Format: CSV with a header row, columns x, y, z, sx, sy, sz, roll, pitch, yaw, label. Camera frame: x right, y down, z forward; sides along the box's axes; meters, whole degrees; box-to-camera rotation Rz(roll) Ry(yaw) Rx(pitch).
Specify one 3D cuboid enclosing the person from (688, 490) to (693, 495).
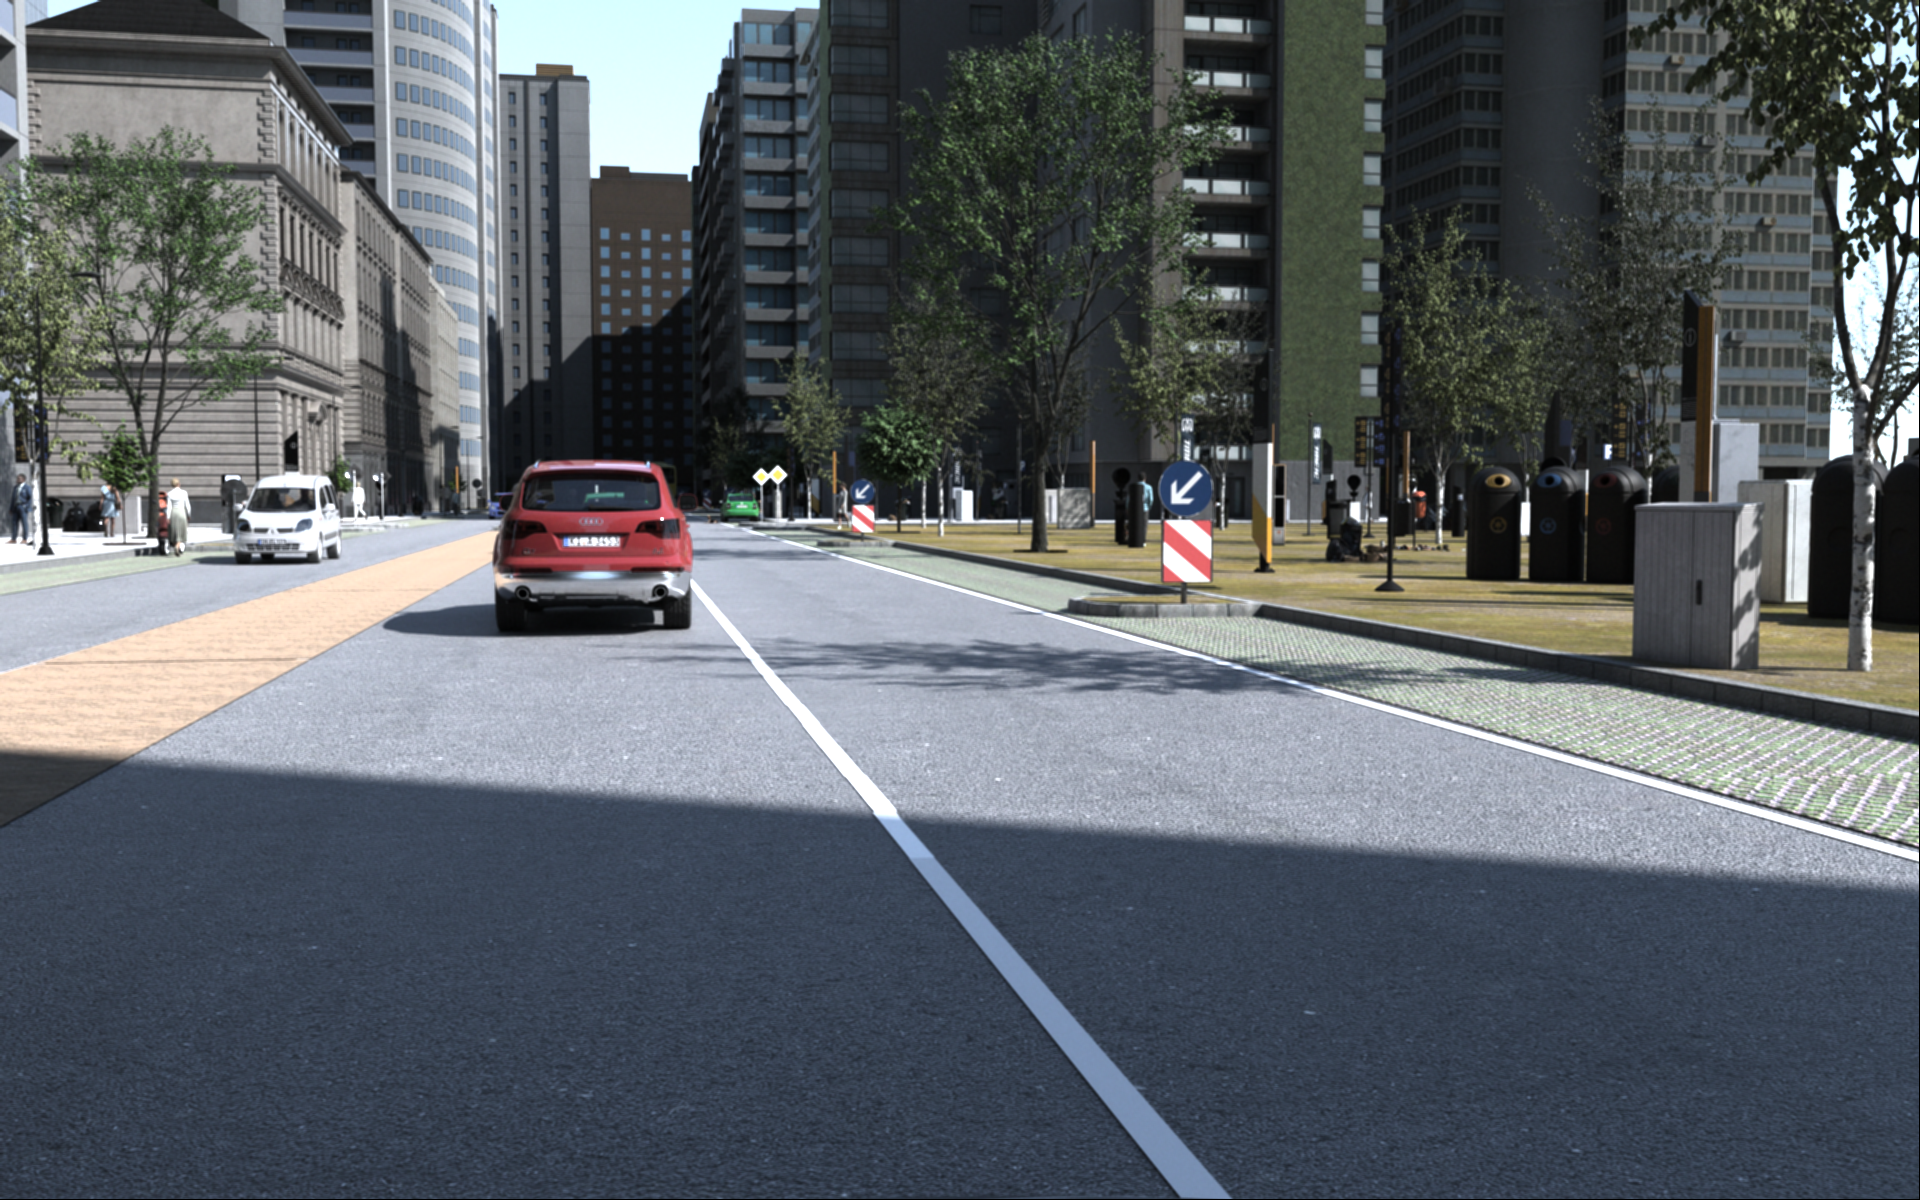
x,y,z,sx,sy,sz,roll,pitch,yaw,label
-32.237,-12.251,207.035,1.217,1.739,0.721,2,4,30,person

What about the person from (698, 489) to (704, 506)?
x,y,z,sx,sy,sz,roll,pitch,yaw,label
-27.507,-10.902,184.432,0.705,1.807,1.348,-2,4,-35,person

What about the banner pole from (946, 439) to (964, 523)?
x,y,z,sx,sy,sz,roll,pitch,yaw,label
-0.270,-5.391,78.153,0.863,3.779,0.401,0,4,-3,banner pole

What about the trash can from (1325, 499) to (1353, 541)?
x,y,z,sx,sy,sz,roll,pitch,yaw,label
10.280,-2.163,47.023,0.748,1.137,0.748,0,3,0,trash can

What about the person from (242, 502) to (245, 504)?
x,y,z,sx,sy,sz,roll,pitch,yaw,label
-26.184,-3.460,62.835,0.699,1.804,1.509,-2,4,-33,person

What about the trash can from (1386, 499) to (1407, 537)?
x,y,z,sx,sy,sz,roll,pitch,yaw,label
13.198,-2.481,52.224,0.748,1.137,0.748,0,3,0,trash can

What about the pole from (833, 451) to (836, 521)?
x,y,z,sx,sy,sz,roll,pitch,yaw,label
-5.976,-5.419,82.440,0.158,3.312,0.155,0,3,0,pole

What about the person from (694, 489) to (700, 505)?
x,y,z,sx,sy,sz,roll,pitch,yaw,label
-30.169,-11.854,199.870,1.348,1.822,0.705,-3,5,-43,person

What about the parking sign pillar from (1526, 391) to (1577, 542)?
x,y,z,sx,sy,sz,roll,pitch,yaw,label
15.798,-3.511,45.877,1.447,3.967,1.447,0,4,8,parking sign pillar

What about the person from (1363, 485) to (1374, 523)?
x,y,z,sx,sy,sz,roll,pitch,yaw,label
18.148,-4.193,76.937,0.818,1.842,0.514,-2,4,-27,person

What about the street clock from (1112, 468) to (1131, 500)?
x,y,z,sx,sy,sz,roll,pitch,yaw,label
4.467,-2.655,47.984,0.471,2.002,0.358,-1,4,-9,street clock

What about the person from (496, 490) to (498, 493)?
x,y,z,sx,sy,sz,roll,pitch,yaw,label
-46.022,-10.094,171.788,0.721,1.735,1.217,-2,4,-29,person

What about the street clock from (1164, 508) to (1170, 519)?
x,y,z,sx,sy,sz,roll,pitch,yaw,label
7.977,-3.794,66.602,0.358,2.002,0.471,3,5,43,street clock

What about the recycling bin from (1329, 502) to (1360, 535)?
x,y,z,sx,sy,sz,roll,pitch,yaw,label
12.188,-2.593,54.954,0.722,1.027,0.722,-2,4,-30,recycling bin

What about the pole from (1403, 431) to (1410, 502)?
x,y,z,sx,sy,sz,roll,pitch,yaw,label
14.500,-3.822,56.327,0.158,3.312,0.155,0,3,0,pole

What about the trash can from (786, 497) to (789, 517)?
x,y,z,sx,sy,sz,roll,pitch,yaw,label
-9.723,-5.117,95.314,0.748,1.137,0.748,0,3,0,trash can

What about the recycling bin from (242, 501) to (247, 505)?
x,y,z,sx,sy,sz,roll,pitch,yaw,label
-26.614,-3.146,63.991,0.722,1.027,0.722,-2,4,-27,recycling bin

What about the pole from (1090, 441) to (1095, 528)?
x,y,z,sx,sy,sz,roll,pitch,yaw,label
5.068,-4.438,66.405,0.158,3.312,0.155,0,3,0,pole

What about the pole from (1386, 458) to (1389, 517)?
x,y,z,sx,sy,sz,roll,pitch,yaw,label
24.093,-6.342,97.533,0.158,3.312,0.155,0,3,0,pole

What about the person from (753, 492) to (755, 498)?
x,y,z,sx,sy,sz,roll,pitch,yaw,label
-18.857,-9.189,156.284,0.705,1.824,1.348,-3,5,-43,person

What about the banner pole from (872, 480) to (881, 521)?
x,y,z,sx,sy,sz,roll,pitch,yaw,label
-4.095,-5.704,83.273,0.401,3.779,0.863,-2,4,-24,banner pole

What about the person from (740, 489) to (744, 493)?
x,y,z,sx,sy,sz,roll,pitch,yaw,label
-16.376,-7.592,130.400,0.641,1.798,0.478,-2,4,-34,person

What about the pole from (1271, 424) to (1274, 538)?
x,y,z,sx,sy,sz,roll,pitch,yaw,label
8.992,-3.450,50.248,0.158,3.312,0.155,0,3,0,pole

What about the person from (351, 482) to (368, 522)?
x,y,z,sx,sy,sz,roll,pitch,yaw,label
-27.943,-4.566,80.571,0.818,1.842,0.514,2,4,24,person

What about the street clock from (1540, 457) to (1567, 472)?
x,y,z,sx,sy,sz,roll,pitch,yaw,label
11.622,-1.796,33.935,0.471,2.002,0.358,2,4,30,street clock

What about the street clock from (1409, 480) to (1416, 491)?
x,y,z,sx,sy,sz,roll,pitch,yaw,label
23.953,-5.337,91.832,0.358,2.002,0.471,-1,4,-19,street clock

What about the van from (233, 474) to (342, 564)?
x,y,z,sx,sy,sz,roll,pitch,yaw,label
-14.286,-1.827,36.884,2.013,2.044,4.112,-1,4,-12,van

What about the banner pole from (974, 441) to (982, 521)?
x,y,z,sx,sy,sz,roll,pitch,yaw,label
0.894,-5.609,81.716,0.401,3.779,0.863,-1,4,-22,banner pole

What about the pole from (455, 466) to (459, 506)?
x,y,z,sx,sy,sz,roll,pitch,yaw,label
-36.766,-8.121,126.626,0.158,3.312,0.155,0,3,0,pole

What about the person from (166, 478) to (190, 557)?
x,y,z,sx,sy,sz,roll,pitch,yaw,label
-17.834,-1.880,39.456,0.478,1.798,0.641,-1,4,-9,person

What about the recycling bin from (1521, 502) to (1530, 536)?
x,y,z,sx,sy,sz,roll,pitch,yaw,label
16.970,-2.462,52.811,0.722,1.027,0.722,-3,4,-37,recycling bin

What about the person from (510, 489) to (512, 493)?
x,y,z,sx,sy,sz,roll,pitch,yaw,label
-34.659,-7.667,133.961,0.767,1.812,0.694,0,4,7,person

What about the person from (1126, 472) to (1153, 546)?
x,y,z,sx,sy,sz,roll,pitch,yaw,label
4.424,-2.244,42.747,0.660,1.820,0.620,0,4,5,person

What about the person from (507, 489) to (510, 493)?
x,y,z,sx,sy,sz,roll,pitch,yaw,label
-53.759,-12.233,205.912,0.709,1.838,0.599,2,4,35,person

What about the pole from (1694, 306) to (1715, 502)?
x,y,z,sx,sy,sz,roll,pitch,yaw,label
8.108,-1.533,18.903,0.158,3.312,0.155,0,3,0,pole

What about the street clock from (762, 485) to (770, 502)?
x,y,z,sx,sy,sz,roll,pitch,yaw,label
-11.521,-6.007,102.777,0.471,2.002,0.358,3,5,43,street clock

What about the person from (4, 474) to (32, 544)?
x,y,z,sx,sy,sz,roll,pitch,yaw,label
-24.325,-2.361,44.836,0.721,1.800,0.419,0,4,7,person

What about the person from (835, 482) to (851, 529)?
x,y,z,sx,sy,sz,roll,pitch,yaw,label
-4.303,-3.481,63.711,0.466,1.731,0.760,2,4,24,person

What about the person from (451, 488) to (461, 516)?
x,y,z,sx,sy,sz,roll,pitch,yaw,label
-30.101,-5.786,103.580,0.515,1.767,0.782,1,4,11,person

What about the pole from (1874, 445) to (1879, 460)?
x,y,z,sx,sy,sz,roll,pitch,yaw,label
37.636,-4.731,71.201,0.158,3.312,0.155,0,3,0,pole

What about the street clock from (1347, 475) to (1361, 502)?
x,y,z,sx,sy,sz,roll,pitch,yaw,label
14.963,-3.744,65.790,0.471,2.002,0.358,2,4,26,street clock

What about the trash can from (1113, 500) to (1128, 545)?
x,y,z,sx,sy,sz,roll,pitch,yaw,label
4.217,-1.960,43.705,0.748,1.137,0.748,0,3,0,trash can

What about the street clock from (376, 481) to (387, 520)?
x,y,z,sx,sy,sz,roll,pitch,yaw,label
-28.662,-4.969,85.809,0.471,2.002,0.358,0,4,1,street clock

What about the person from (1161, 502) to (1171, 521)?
x,y,z,sx,sy,sz,roll,pitch,yaw,label
9.266,-4.227,77.880,0.678,1.792,0.850,3,4,37,person

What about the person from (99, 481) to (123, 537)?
x,y,z,sx,sy,sz,roll,pitch,yaw,label
-25.351,-2.787,51.701,0.616,1.811,0.778,-1,4,-16,person

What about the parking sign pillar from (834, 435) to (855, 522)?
x,y,z,sx,sy,sz,roll,pitch,yaw,label
-5.083,-5.563,79.430,1.447,3.967,1.447,0,4,-6,parking sign pillar
